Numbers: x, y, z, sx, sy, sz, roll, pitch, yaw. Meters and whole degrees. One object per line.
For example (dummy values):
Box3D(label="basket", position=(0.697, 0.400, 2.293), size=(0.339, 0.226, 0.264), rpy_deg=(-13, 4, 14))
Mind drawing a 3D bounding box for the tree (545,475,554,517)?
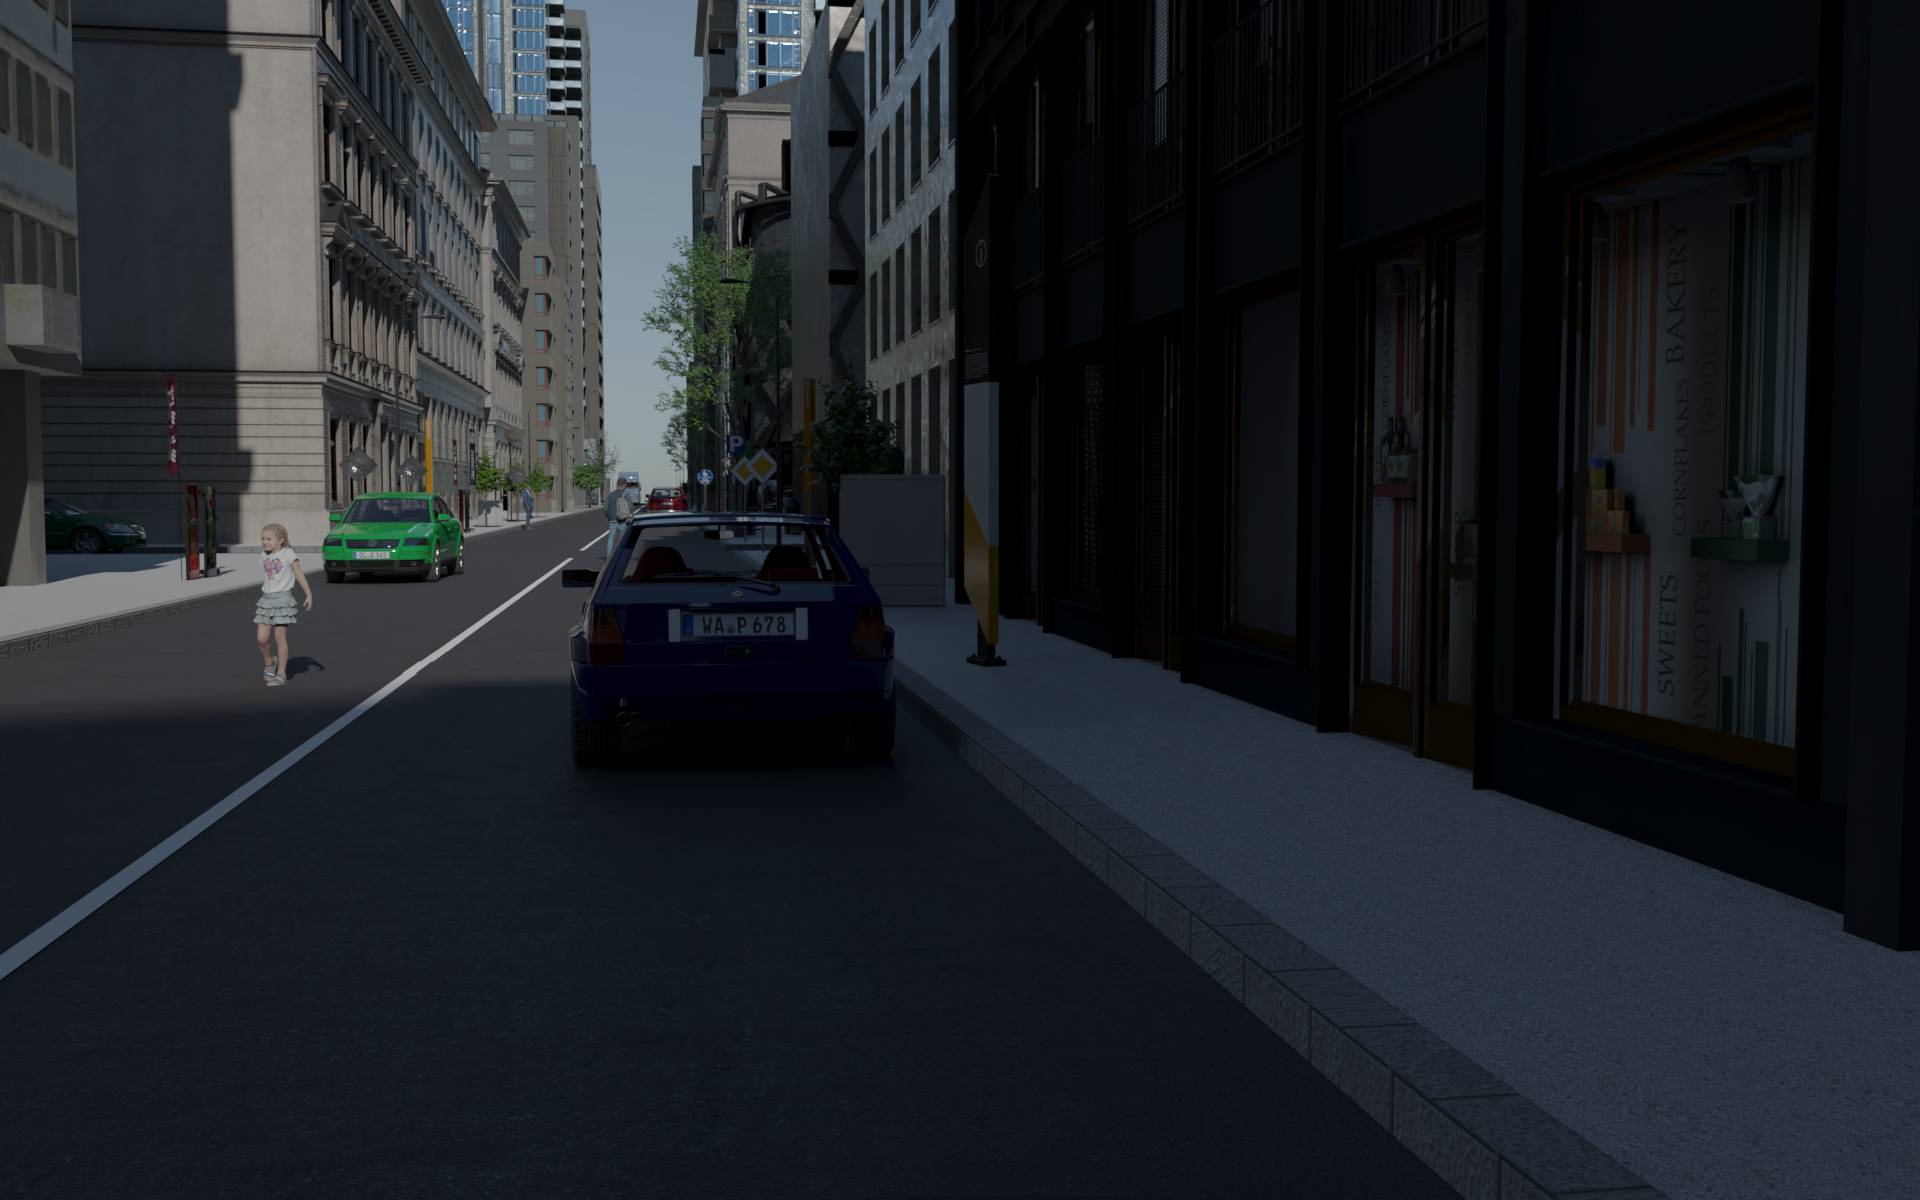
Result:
Box3D(label="tree", position=(-23.054, -6.136, 94.929), size=(1.663, 3.219, 1.824), rpy_deg=(0, 3, 0))

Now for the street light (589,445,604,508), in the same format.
Box3D(label="street light", position=(-34.710, -11.761, 164.831), size=(1.470, 5.913, 1.316), rpy_deg=(-1, 4, -10))

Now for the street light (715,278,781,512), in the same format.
Box3D(label="street light", position=(-4.478, -3.972, 37.478), size=(1.470, 5.913, 1.316), rpy_deg=(-1, 4, -10))

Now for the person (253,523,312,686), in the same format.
Box3D(label="person", position=(-5.095, 0.026, 13.093), size=(0.505, 1.210, 0.382), rpy_deg=(1, 4, 12))

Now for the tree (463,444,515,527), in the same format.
Box3D(label="tree", position=(-18.385, -4.445, 67.278), size=(1.663, 3.219, 1.824), rpy_deg=(0, 3, 0))

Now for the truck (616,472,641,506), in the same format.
Box3D(label="truck", position=(-40.846, -13.707, 213.861), size=(2.967, 4.110, 18.799), rpy_deg=(-1, 4, -10))

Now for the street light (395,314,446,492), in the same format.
Box3D(label="street light", position=(-13.996, -4.422, 44.845), size=(1.470, 5.913, 1.316), rpy_deg=(-1, 4, -10))

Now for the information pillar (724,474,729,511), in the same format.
Box3D(label="information pillar", position=(-8.444, -3.601, 63.366), size=(0.304, 2.012, 0.304), rpy_deg=(-1, 4, -17))

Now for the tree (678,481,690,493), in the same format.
Box3D(label="tree", position=(-35.270, -13.844, 220.951), size=(1.663, 3.219, 1.824), rpy_deg=(0, 3, 0))

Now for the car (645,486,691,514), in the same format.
Box3D(label="car", position=(-14.526, -4.741, 86.182), size=(2.281, 1.827, 5.304), rpy_deg=(-1, 4, -9))

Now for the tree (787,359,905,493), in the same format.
Box3D(label="tree", position=(-1.665, -1.851, 24.873), size=(1.663, 3.219, 1.824), rpy_deg=(0, 3, 0))

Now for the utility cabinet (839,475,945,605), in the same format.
Box3D(label="utility cabinet", position=(-0.761, -0.680, 19.790), size=(1.173, 1.500, 0.318), rpy_deg=(0, 4, 2))

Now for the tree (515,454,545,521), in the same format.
Box3D(label="tree", position=(-21.031, -5.372, 82.426), size=(1.663, 3.219, 1.824), rpy_deg=(0, 3, 0))

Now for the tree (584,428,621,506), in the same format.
Box3D(label="tree", position=(-40.044, -14.861, 193.344), size=(4.360, 8.622, 3.978), rpy_deg=(0, 3, 0))

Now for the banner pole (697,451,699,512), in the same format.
Box3D(label="banner pole", position=(-15.374, -6.828, 101.654), size=(0.401, 3.779, 0.863), rpy_deg=(-1, 4, -11))

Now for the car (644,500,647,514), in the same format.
Box3D(label="car", position=(-18.970, -6.104, 109.594), size=(2.009, 1.686, 4.222), rpy_deg=(-1, 4, -9))

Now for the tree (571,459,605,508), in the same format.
Box3D(label="tree", position=(-34.573, -10.832, 160.814), size=(4.285, 4.588, 4.351), rpy_deg=(0, 3, 0))

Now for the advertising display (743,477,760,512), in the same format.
Box3D(label="advertising display", position=(-6.503, -2.957, 53.556), size=(0.123, 1.923, 0.974), rpy_deg=(1, 4, 14))

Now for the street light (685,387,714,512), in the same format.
Box3D(label="street light", position=(-11.006, -6.270, 75.048), size=(1.470, 5.913, 1.316), rpy_deg=(-1, 4, -10))

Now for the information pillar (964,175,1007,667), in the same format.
Box3D(label="information pillar", position=(0.167, -1.324, 13.007), size=(0.183, 3.616, 0.504), rpy_deg=(-1, 4, -22))

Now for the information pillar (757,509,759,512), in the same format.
Box3D(label="information pillar", position=(-9.071, -4.401, 76.445), size=(0.304, 2.012, 0.304), rpy_deg=(3, 5, 39))

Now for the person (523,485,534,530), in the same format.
Box3D(label="person", position=(-17.453, -3.749, 69.983), size=(0.419, 1.800, 0.721), rpy_deg=(0, 3, 0))

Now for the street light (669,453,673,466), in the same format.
Box3D(label="street light", position=(-31.639, -13.597, 194.851), size=(1.470, 5.913, 1.316), rpy_deg=(-1, 4, -10))

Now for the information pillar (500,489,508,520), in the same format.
Box3D(label="information pillar", position=(-22.162, -4.875, 84.198), size=(0.304, 2.012, 0.304), rpy_deg=(-2, 4, -32))

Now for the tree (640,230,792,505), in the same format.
Box3D(label="tree", position=(-8.781, -8.751, 68.840), size=(9.928, 11.665, 9.643), rpy_deg=(0, 3, 0))

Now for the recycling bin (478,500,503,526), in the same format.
Box3D(label="recycling bin", position=(-18.719, -3.454, 69.022), size=(0.722, 1.027, 0.722), rpy_deg=(3, 4, 37))

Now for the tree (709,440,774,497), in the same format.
Box3D(label="tree", position=(-7.588, -4.101, 61.652), size=(1.663, 3.219, 1.824), rpy_deg=(0, 3, 0))

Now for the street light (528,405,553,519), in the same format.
Box3D(label="street light", position=(-21.812, -7.183, 89.981), size=(1.470, 5.913, 1.316), rpy_deg=(-1, 4, -10))

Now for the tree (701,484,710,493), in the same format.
Box3D(label="tree", position=(-17.541, -7.771, 121.654), size=(1.663, 3.219, 1.824), rpy_deg=(0, 3, 0))

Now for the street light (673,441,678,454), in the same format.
Box3D(label="street light", position=(-23.949, -10.900, 150.753), size=(1.470, 5.913, 1.316), rpy_deg=(-1, 4, -10))

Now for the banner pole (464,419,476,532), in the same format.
Box3D(label="banner pole", position=(-16.500, -4.183, 58.411), size=(0.401, 3.779, 0.863), rpy_deg=(1, 4, 10))

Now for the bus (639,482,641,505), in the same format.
Box3D(label="bus", position=(-44.528, -14.639, 234.204), size=(2.948, 3.499, 13.247), rpy_deg=(-1, 4, -10))

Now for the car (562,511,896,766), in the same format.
Box3D(label="car", position=(-1.456, 0.122, 10.585), size=(1.945, 1.354, 3.894), rpy_deg=(-1, 4, -10))

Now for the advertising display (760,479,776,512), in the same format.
Box3D(label="advertising display", position=(-8.318, -4.279, 75.178), size=(0.974, 1.923, 0.123), rpy_deg=(-1, 4, -21))

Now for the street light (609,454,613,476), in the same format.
Box3D(label="street light", position=(-41.050, -14.003, 201.490), size=(1.470, 5.913, 1.316), rpy_deg=(-1, 4, -10))

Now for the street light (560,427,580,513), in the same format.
Box3D(label="street light", position=(-27.051, -9.027, 120.127), size=(1.470, 5.913, 1.316), rpy_deg=(-1, 4, -10))

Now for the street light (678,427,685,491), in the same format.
Box3D(label="street light", position=(-18.435, -8.969, 119.191), size=(1.470, 5.913, 1.316), rpy_deg=(-1, 4, -10))

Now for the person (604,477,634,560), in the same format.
Box3D(label="person", position=(-7.170, -1.685, 36.397), size=(0.623, 1.781, 0.721), rpy_deg=(-1, 4, -8))
